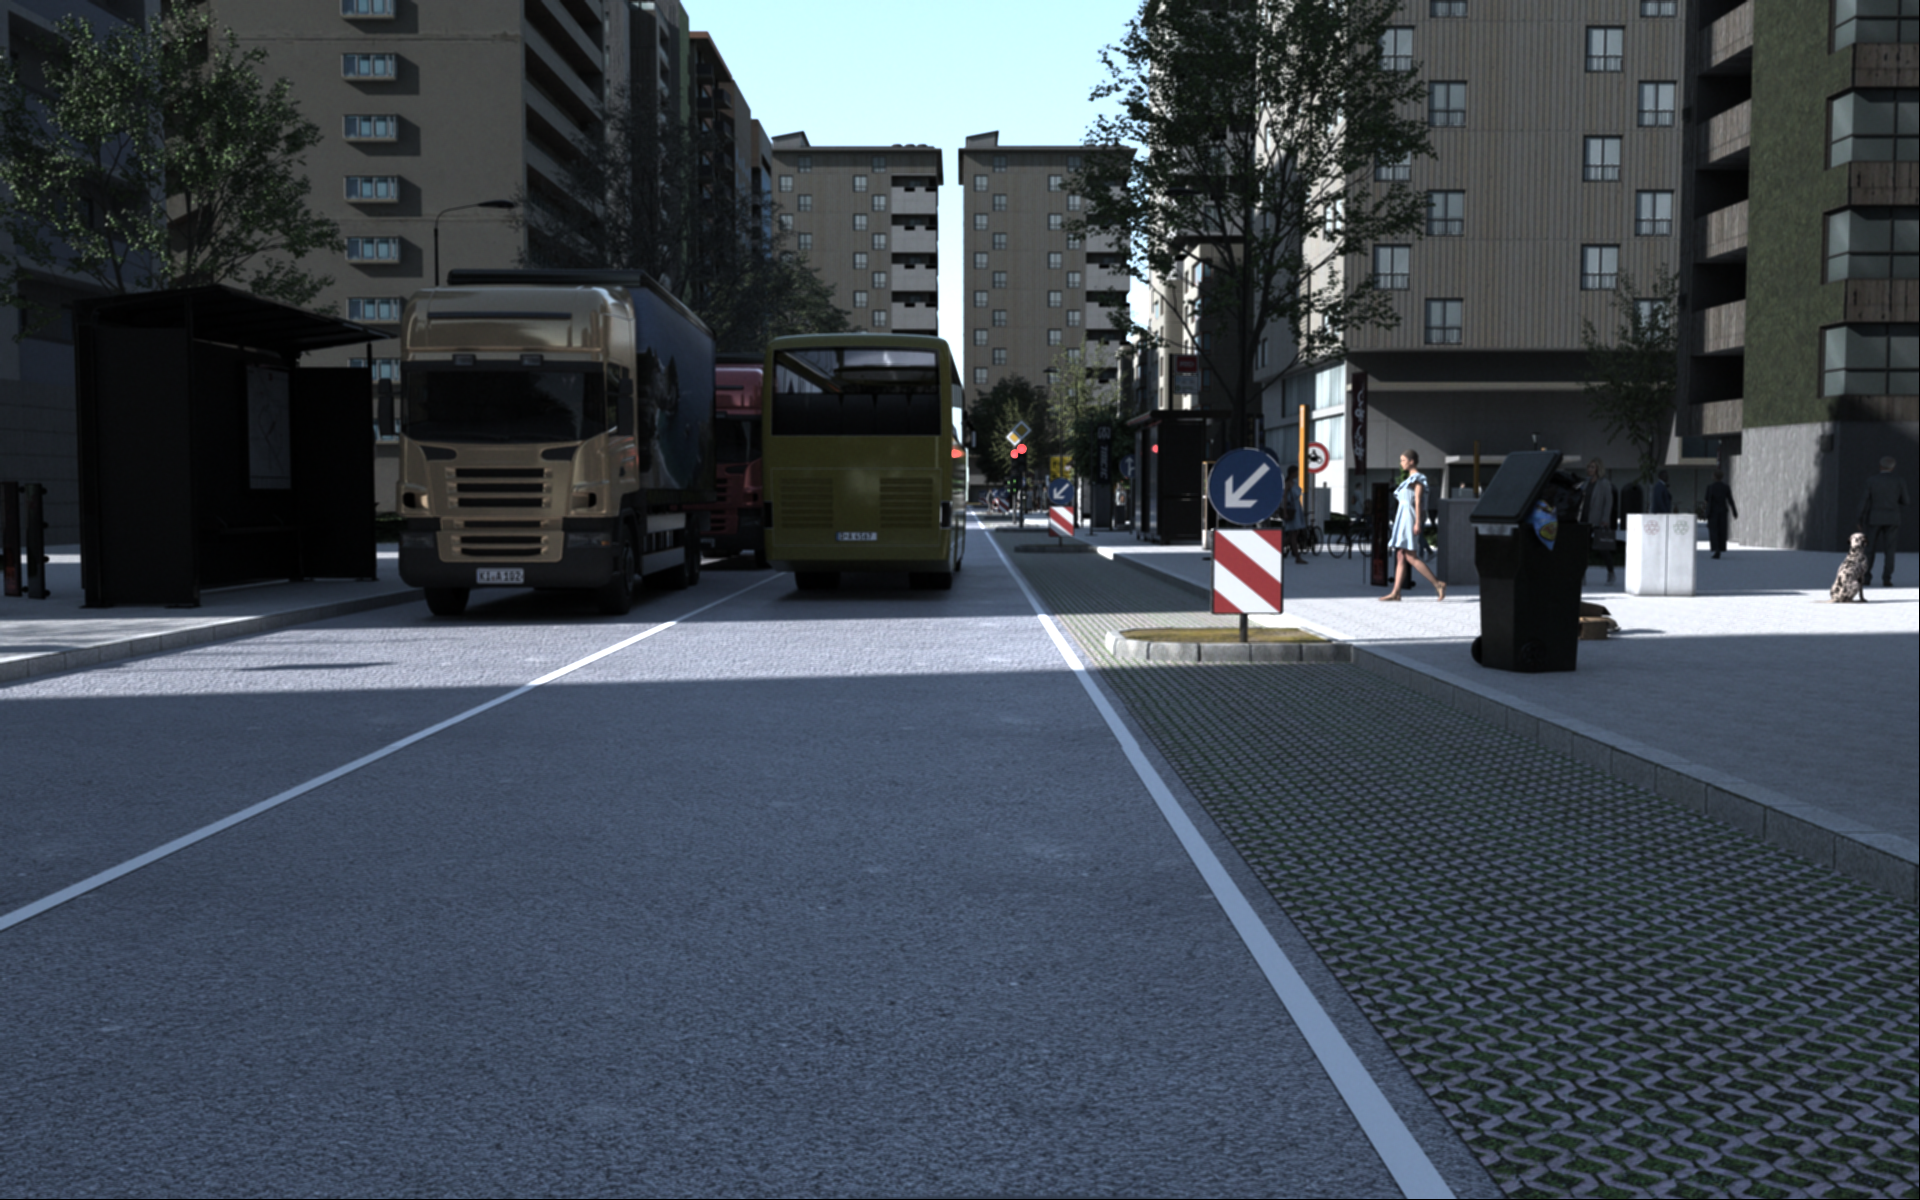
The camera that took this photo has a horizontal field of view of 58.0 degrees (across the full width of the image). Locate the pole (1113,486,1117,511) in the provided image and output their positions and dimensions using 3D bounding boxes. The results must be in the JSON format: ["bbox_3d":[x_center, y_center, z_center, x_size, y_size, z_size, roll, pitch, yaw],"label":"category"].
[{"bbox_3d":[8.557,-6.222,95.566,0.158,3.312,0.155,0,3,0],"label":"pole"}]

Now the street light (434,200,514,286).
[{"bbox_3d":[-7.735,-3.361,27.500,1.470,5.913,1.316,0,3,0],"label":"street light"}]

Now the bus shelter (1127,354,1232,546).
[{"bbox_3d":[5.787,-4.260,47.280,2.179,5.291,8.768,0,3,0],"label":"bus shelter"}]

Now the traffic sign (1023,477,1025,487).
[{"bbox_3d":[4.440,-7.653,125.240,0.768,2.556,0.104,0,4,7],"label":"traffic sign"}]

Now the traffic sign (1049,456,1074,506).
[{"bbox_3d":[5.875,-5.994,91.879,2.265,3.308,0.079,0,4,8],"label":"traffic sign"}]

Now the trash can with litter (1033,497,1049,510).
[{"bbox_3d":[6.514,-7.784,138.332,2.233,1.210,1.678,-1,4,-10],"label":"trash can with litter"}]

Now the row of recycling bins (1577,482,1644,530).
[{"bbox_3d":[22.675,-3.364,62.110,3.534,1.692,1.069,2,4,32],"label":"row of recycling bins"}]

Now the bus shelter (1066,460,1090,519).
[{"bbox_3d":[6.559,-5.768,88.224,2.014,3.302,5.546,0,4,0],"label":"bus shelter"}]

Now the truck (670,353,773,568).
[{"bbox_3d":[-4.686,-2.932,36.857,2.839,4.237,11.283,0,4,1],"label":"truck"}]

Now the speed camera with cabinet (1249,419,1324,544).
[{"bbox_3d":[8.495,-3.125,45.431,2.038,3.252,0.660,2,4,27],"label":"speed camera with cabinet"}]

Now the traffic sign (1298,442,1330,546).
[{"bbox_3d":[8.672,-2.595,42.526,0.768,2.556,0.104,0,4,7],"label":"traffic sign"}]

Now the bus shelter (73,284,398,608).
[{"bbox_3d":[-9.121,-1.909,22.492,1.731,3.624,6.357,0,3,0],"label":"bus shelter"}]

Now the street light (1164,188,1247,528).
[{"bbox_3d":[3.788,-3.295,26.421,1.470,5.913,1.316,0,3,0],"label":"street light"}]

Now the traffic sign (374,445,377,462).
[{"bbox_3d":[-12.657,-2.227,36.511,0.768,2.556,0.104,0,4,7],"label":"traffic sign"}]

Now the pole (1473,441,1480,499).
[{"bbox_3d":[19.729,-4.424,66.177,0.158,3.312,0.155,0,3,0],"label":"pole"}]

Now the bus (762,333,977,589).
[{"bbox_3d":[-1.231,-2.286,28.916,2.896,3.916,12.252,0,4,1],"label":"bus"}]

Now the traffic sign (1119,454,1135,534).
[{"bbox_3d":[5.470,-3.376,55.309,0.768,2.556,0.104,0,4,6],"label":"traffic sign"}]

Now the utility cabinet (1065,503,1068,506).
[{"bbox_3d":[7.322,-6.870,120.998,1.173,1.500,0.318,-2,4,-30],"label":"utility cabinet"}]

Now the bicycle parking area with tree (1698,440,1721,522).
[{"bbox_3d":[39.033,-5.834,82.392,8.231,4.147,9.016,2,4,33],"label":"bicycle parking area with tree"}]

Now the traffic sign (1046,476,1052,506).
[{"bbox_3d":[4.957,-5.624,94.085,0.606,2.300,0.079,0,4,4],"label":"traffic sign"}]

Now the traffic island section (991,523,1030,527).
[{"bbox_3d":[2.344,-3.137,73.563,2.009,0.180,2.903,0,3,0],"label":"traffic island section"}]

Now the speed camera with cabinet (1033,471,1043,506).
[{"bbox_3d":[6.264,-9.256,145.674,0.660,3.252,2.038,2,4,30],"label":"speed camera with cabinet"}]

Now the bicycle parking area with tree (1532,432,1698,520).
[{"bbox_3d":[29.459,-5.729,80.665,8.231,4.147,9.016,1,4,19],"label":"bicycle parking area with tree"}]

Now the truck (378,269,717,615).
[{"bbox_3d":[-5.205,-2.141,23.926,2.839,4.237,11.283,0,4,-2],"label":"truck"}]

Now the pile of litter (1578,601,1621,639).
[{"bbox_3d":[5.454,-0.105,15.689,1.719,0.858,1.176,-2,4,-33],"label":"pile of litter"}]

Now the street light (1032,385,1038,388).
[{"bbox_3d":[3.787,-6.207,74.027,1.470,5.913,1.316,0,3,0],"label":"street light"}]

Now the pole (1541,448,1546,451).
[{"bbox_3d":[25.618,-5.030,76.076,0.158,3.312,0.155,0,3,0],"label":"pole"}]

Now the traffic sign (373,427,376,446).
[{"bbox_3d":[-9.558,-1.660,27.241,0.768,2.556,0.104,0,4,6],"label":"traffic sign"}]

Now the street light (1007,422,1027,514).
[{"bbox_3d":[3.702,-8.476,111.124,1.470,5.913,1.316,0,3,0],"label":"street light"}]

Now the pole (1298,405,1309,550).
[{"bbox_3d":[7.872,-2.803,39.671,0.158,3.312,0.155,0,3,0],"label":"pole"}]

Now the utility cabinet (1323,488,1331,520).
[{"bbox_3d":[12.648,-3.222,61.352,1.173,1.500,0.318,-3,5,-42],"label":"utility cabinet"}]

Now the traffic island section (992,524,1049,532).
[{"bbox_3d":[2.343,-2.648,65.578,2.009,0.180,2.903,0,3,0],"label":"traffic island section"}]

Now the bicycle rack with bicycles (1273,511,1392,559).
[{"bbox_3d":[7.404,-1.349,35.443,2.852,0.926,2.925,3,5,41],"label":"bicycle rack with bicycles"}]

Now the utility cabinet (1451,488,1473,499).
[{"bbox_3d":[18.328,-3.333,63.167,0.318,1.500,1.173,3,5,42],"label":"utility cabinet"}]

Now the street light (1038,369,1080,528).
[{"bbox_3d":[3.791,-5.631,64.614,1.470,5.913,1.316,0,3,0],"label":"street light"}]

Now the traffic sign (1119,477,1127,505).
[{"bbox_3d":[6.868,-4.536,74.269,0.768,2.556,0.104,0,4,3],"label":"traffic sign"}]

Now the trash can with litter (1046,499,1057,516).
[{"bbox_3d":[5.283,-5.440,100.327,0.624,1.170,1.055,-2,4,-24],"label":"trash can with litter"}]

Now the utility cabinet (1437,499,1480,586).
[{"bbox_3d":[7.264,-0.814,24.471,1.020,1.237,0.306,-1,4,-16],"label":"utility cabinet"}]

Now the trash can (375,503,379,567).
[{"bbox_3d":[-10.105,-1.063,29.028,0.748,1.137,0.748,0,3,0],"label":"trash can"}]

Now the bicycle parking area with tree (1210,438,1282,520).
[{"bbox_3d":[13.352,-6.366,91.081,9.016,4.147,8.231,2,4,25],"label":"bicycle parking area with tree"}]

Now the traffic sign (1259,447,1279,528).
[{"bbox_3d":[8.260,-2.870,47.037,0.768,2.556,0.104,0,4,1],"label":"traffic sign"}]
